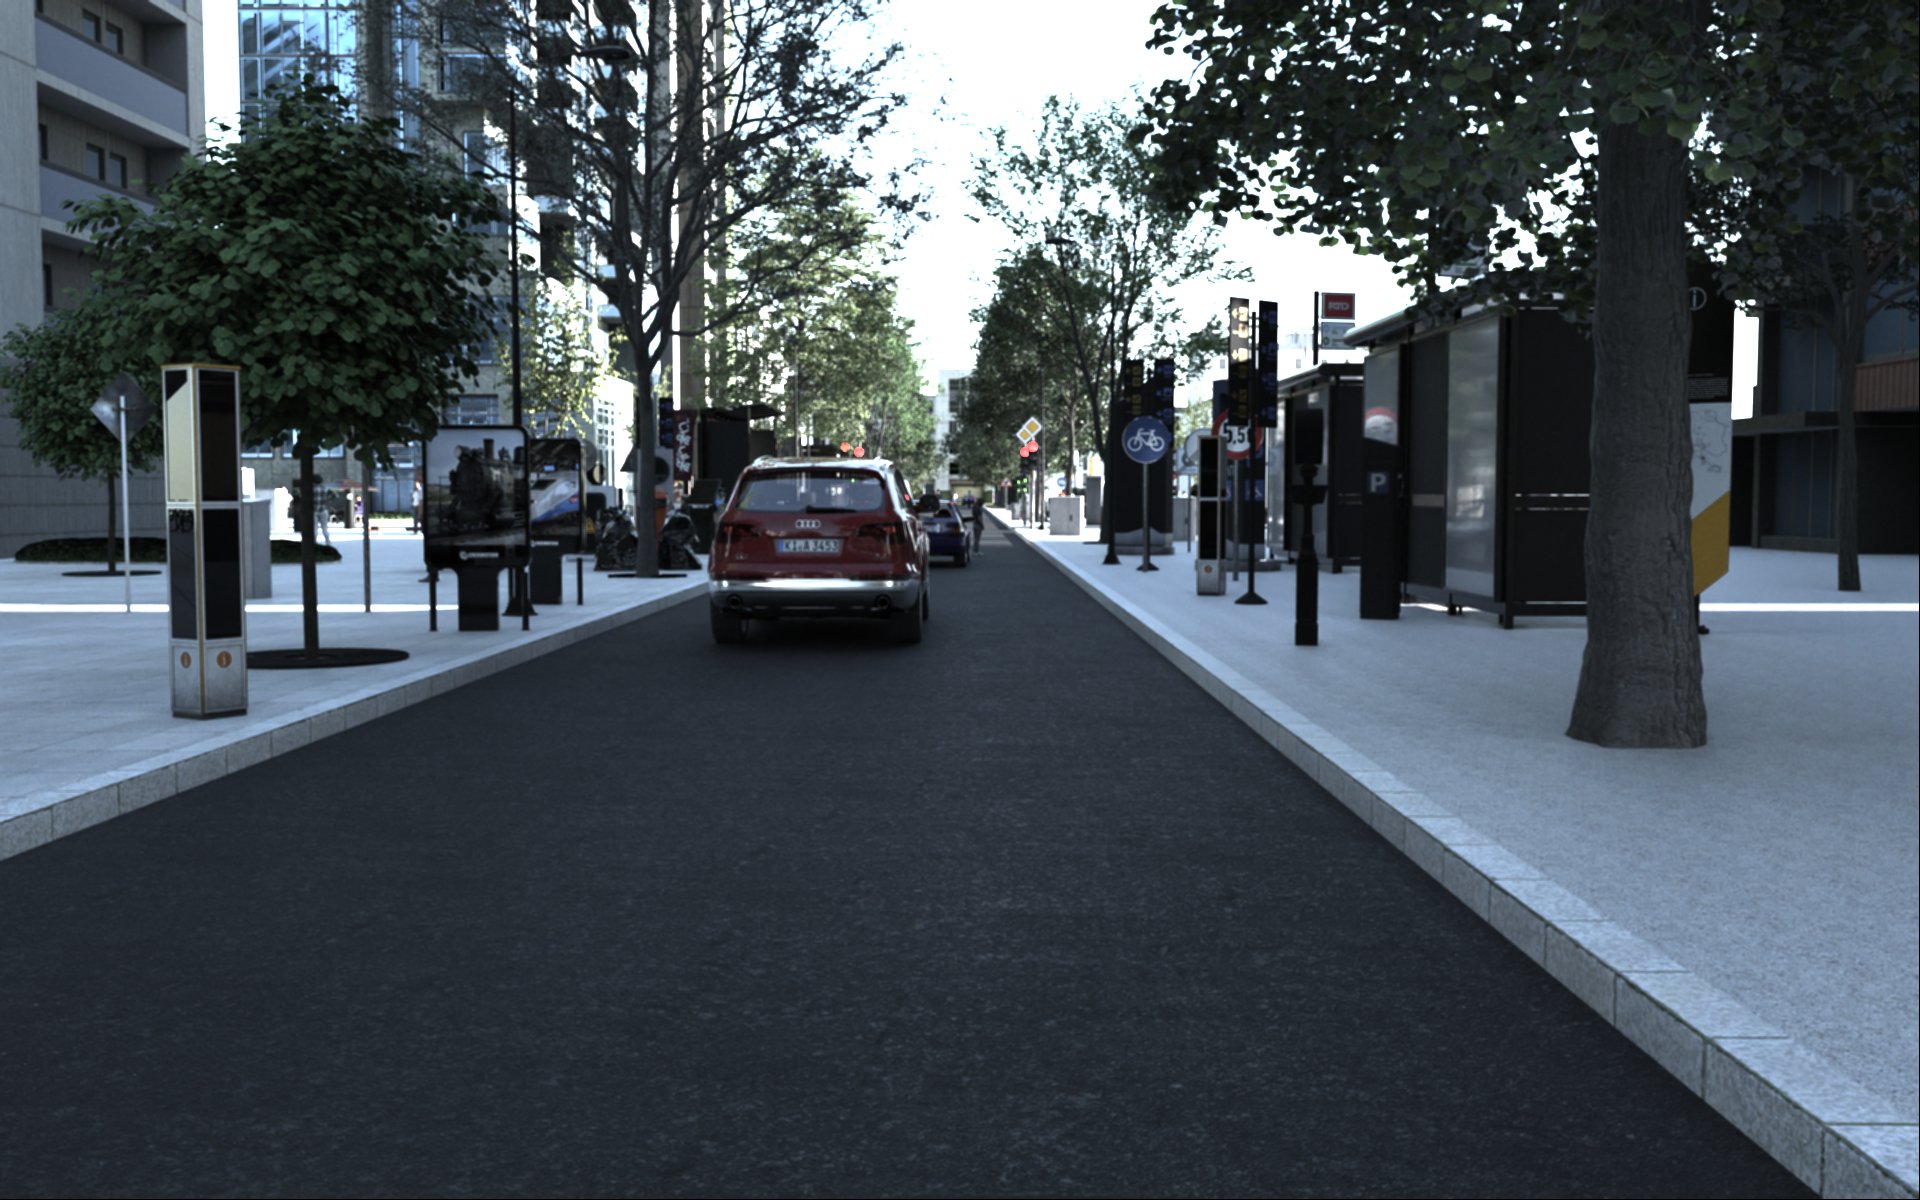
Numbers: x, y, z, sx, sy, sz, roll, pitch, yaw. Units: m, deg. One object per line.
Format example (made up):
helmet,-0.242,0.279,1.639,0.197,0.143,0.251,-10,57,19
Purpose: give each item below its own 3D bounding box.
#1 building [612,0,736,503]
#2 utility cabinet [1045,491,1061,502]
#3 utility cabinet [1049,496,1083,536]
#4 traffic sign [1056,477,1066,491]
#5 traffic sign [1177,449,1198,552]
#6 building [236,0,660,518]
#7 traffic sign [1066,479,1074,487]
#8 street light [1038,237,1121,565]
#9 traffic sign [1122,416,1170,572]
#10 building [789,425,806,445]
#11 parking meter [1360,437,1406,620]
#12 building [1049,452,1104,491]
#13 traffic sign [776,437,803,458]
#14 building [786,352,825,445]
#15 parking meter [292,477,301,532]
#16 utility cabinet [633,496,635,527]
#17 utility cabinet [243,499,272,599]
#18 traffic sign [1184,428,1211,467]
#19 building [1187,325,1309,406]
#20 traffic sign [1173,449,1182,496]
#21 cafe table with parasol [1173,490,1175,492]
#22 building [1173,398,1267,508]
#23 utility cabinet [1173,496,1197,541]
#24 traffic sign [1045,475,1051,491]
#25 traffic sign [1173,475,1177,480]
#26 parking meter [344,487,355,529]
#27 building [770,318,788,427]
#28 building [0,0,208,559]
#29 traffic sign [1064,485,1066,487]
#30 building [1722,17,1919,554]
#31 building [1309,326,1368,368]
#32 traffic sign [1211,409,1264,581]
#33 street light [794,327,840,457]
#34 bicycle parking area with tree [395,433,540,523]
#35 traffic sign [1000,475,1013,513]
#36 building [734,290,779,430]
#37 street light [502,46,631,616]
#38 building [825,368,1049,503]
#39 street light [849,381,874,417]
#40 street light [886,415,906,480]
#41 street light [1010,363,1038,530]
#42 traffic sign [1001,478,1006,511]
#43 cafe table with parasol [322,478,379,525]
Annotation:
building,-25.604,-27.682,136.192,14.154,41.232,14.086,0,4,0
utility cabinet,6.165,-6.559,115.920,1.173,1.500,0.318,-2,4,-25
utility cabinet,3.279,-2.588,53.469,1.020,1.237,0.306,1,4,19
traffic sign,7.580,-7.905,129.351,0.768,2.556,0.104,0,4,1
traffic sign,5.076,-2.213,38.310,0.606,2.300,0.079,0,4,4
building,-30.233,-48.386,103.781,22.319,86.520,31.000,0,4,0
traffic sign,7.282,-6.849,114.109,0.606,2.300,0.079,0,4,7
street light,2.231,-3.607,31.515,1.470,5.913,1.316,0,4,0
traffic sign,3.050,-1.733,28.440,0.768,2.556,0.104,1,4,8
building,-32.522,-16.016,204.013,28.070,9.664,9.099,0,4,0
parking meter,4.335,-0.737,17.758,0.399,1.863,0.255,2,4,33
building,26.581,-18.700,247.898,28.070,9.664,9.099,0,4,0
traffic sign,-6.719,-4.150,61.730,2.265,3.308,0.079,1,4,8
building,-35.374,-25.289,257.442,32.646,21.610,27.936,0,4,0
parking meter,-22.243,-3.205,58.108,0.255,1.863,0.399,-1,4,-20
utility cabinet,-11.167,-3.081,61.538,1.020,1.237,0.306,3,5,41
utility cabinet,-8.989,-0.630,21.455,1.020,1.237,0.306,2,4,30
traffic sign,4.701,-2.035,33.385,0.768,2.556,0.104,1,4,9
building,32.673,-21.016,200.027,11.380,20.091,16.016,0,4,0
traffic sign,6.121,-2.967,48.622,0.768,2.556,0.104,1,4,9
cafe table with parasol,13.651,-7.105,121.036,2.610,1.966,2.610,1,4,16
building,22.744,-13.679,165.803,9.099,9.664,28.070,0,4,0
utility cabinet,5.939,-2.202,47.170,1.020,1.237,0.306,-1,4,-23
traffic sign,5.780,-7.144,116.914,0.768,2.556,0.104,0,4,8
traffic sign,7.472,-3.743,61.297,0.768,2.556,0.104,0,4,1
parking meter,-22.244,-3.345,63.096,0.372,1.533,0.369,0,3,0
building,-26.193,-19.974,182.995,16.016,20.091,11.380,0,4,0
building,-32.917,-30.329,37.878,28.212,58.520,21.231,0,4,0
traffic sign,7.853,-8.154,133.420,0.768,2.556,0.104,0,4,6
building,28.352,-23.141,32.979,22.147,44.769,28.867,0,4,0
building,44.056,-21.046,200.526,11.380,20.091,16.016,0,4,0
traffic sign,4.081,-1.556,25.551,0.768,2.556,0.104,0,4,6
street light,-4.035,-4.630,48.241,1.470,5.913,1.316,0,4,0
bicycle parking area with tree,-21.073,-5.670,79.713,9.016,4.147,8.231,3,4,39
traffic sign,3.146,-7.166,117.168,0.884,2.594,0.081,1,4,10
building,-26.958,-18.054,161.643,16.747,18.905,31.486,0,4,0
street light,-4.115,-2.789,18.136,1.470,5.913,1.316,0,4,0
building,-3.179,-23.571,251.842,31.486,18.905,16.747,0,4,0
street light,-3.934,-5.980,70.312,1.470,5.913,1.316,0,4,0
street light,-3.747,-7.856,100.979,1.470,5.913,1.316,0,4,0
street light,2.400,-5.448,61.619,1.470,5.913,1.316,0,4,0
traffic sign,3.546,-8.202,134.202,0.768,2.556,0.104,1,4,10
cafe table with parasol,-25.724,-4.140,72.563,2.610,1.966,2.610,0,4,3
